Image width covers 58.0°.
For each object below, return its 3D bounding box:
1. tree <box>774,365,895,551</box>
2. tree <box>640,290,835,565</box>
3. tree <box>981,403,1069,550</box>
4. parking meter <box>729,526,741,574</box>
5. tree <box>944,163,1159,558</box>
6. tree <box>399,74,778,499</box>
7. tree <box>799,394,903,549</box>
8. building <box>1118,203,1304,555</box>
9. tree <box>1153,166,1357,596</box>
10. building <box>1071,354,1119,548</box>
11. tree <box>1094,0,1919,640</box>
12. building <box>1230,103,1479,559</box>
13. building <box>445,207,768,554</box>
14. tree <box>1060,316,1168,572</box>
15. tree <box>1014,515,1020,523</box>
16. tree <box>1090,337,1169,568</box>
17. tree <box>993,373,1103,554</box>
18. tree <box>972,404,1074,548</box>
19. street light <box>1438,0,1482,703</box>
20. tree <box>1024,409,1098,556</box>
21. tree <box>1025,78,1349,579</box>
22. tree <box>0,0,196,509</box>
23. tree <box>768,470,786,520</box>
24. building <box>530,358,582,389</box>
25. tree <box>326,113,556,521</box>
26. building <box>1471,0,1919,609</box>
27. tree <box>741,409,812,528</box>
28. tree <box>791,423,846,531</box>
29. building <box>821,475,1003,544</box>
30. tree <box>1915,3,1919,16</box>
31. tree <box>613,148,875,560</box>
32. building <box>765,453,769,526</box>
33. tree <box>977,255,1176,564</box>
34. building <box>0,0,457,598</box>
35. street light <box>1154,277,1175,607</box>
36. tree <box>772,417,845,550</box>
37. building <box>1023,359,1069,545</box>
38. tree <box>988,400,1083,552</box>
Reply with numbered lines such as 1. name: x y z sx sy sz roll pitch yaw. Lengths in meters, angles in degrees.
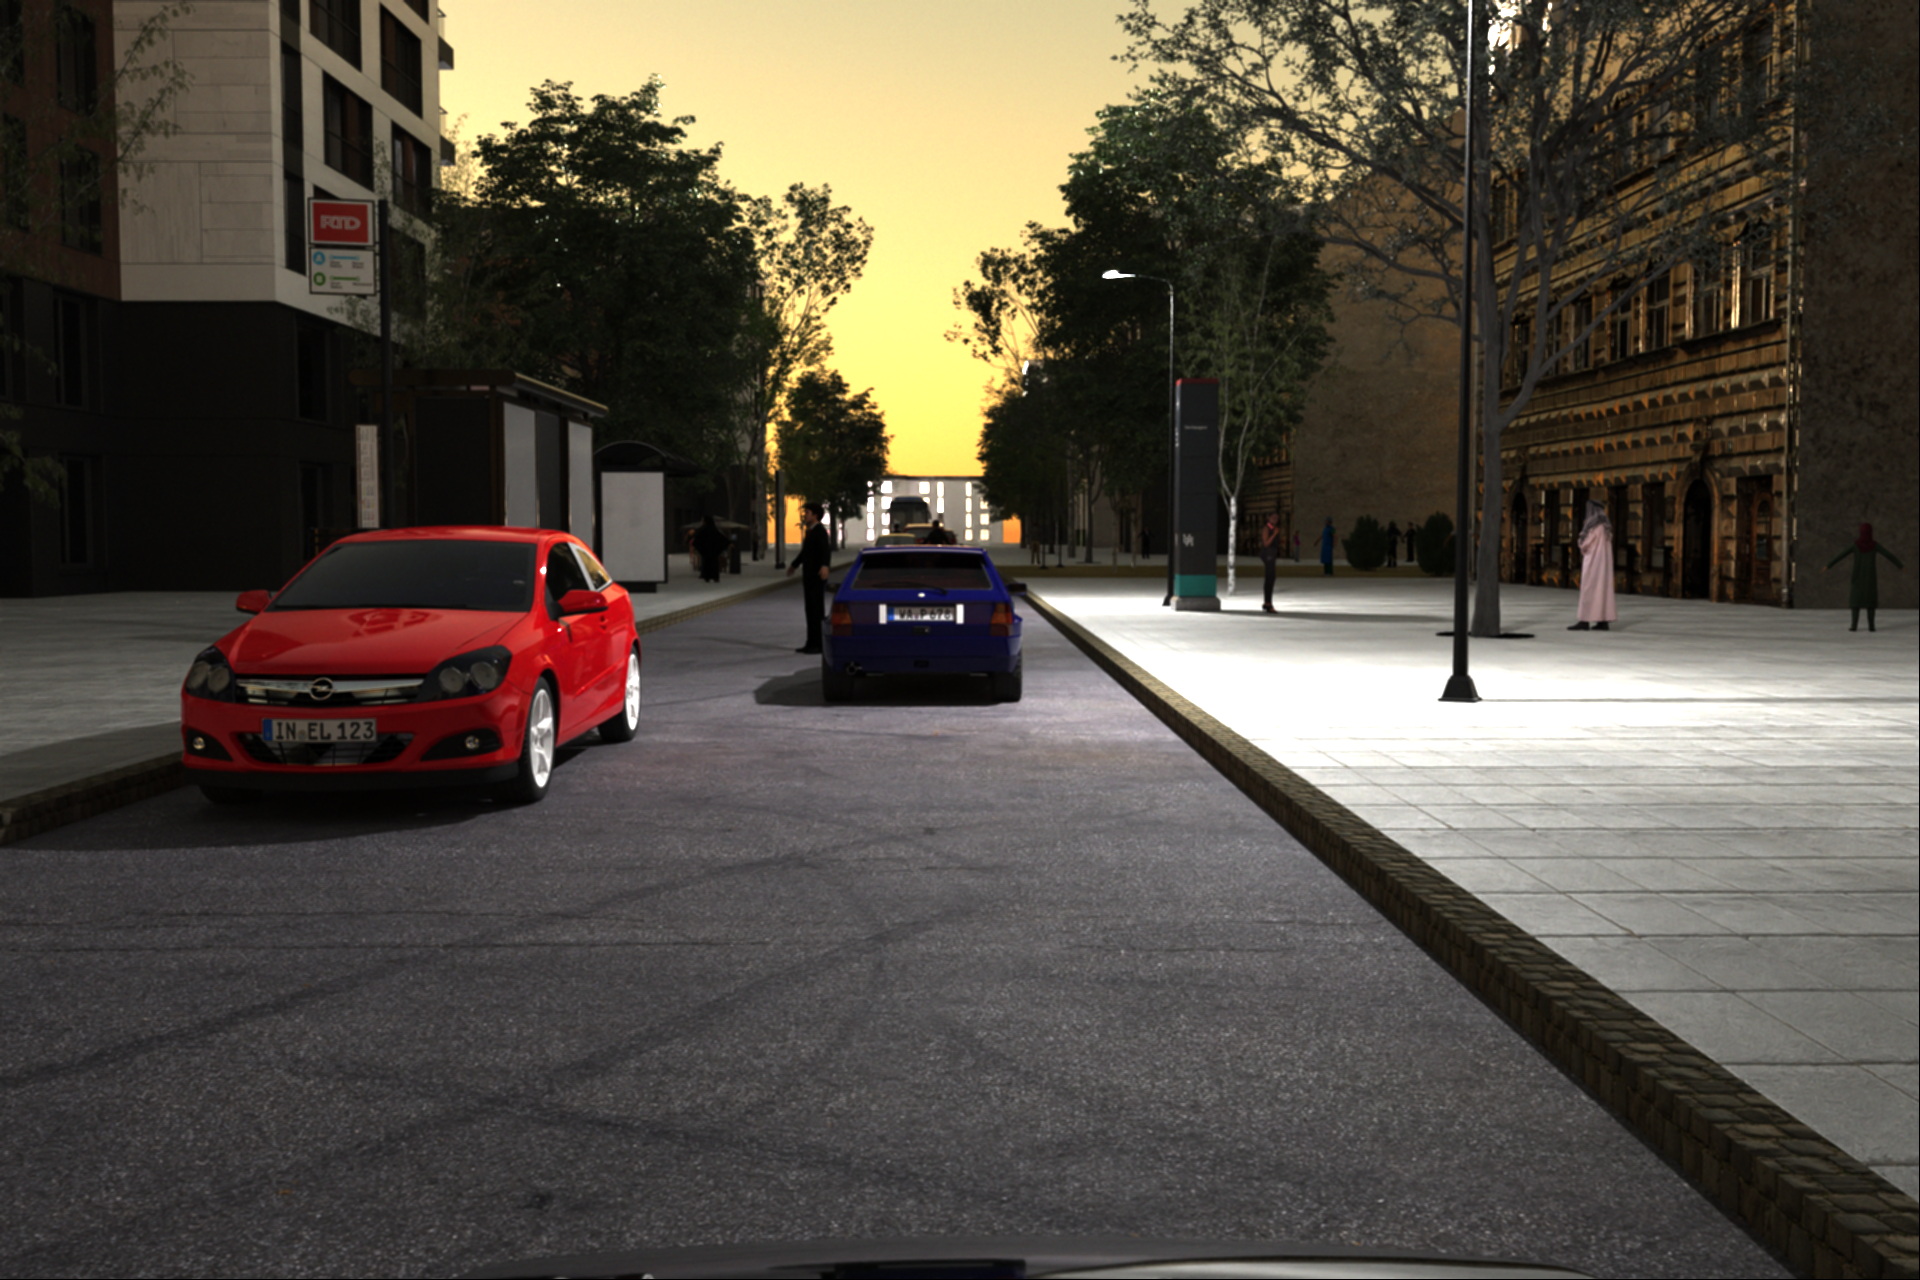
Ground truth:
1. tree: -9.428 -13.609 129.157 9.857 13.997 8.962 0 3 0
2. tree: -9.329 -8.947 72.034 9.928 11.665 9.643 0 3 0
3. tree: 5.446 -13.678 141.765 7.486 12.596 7.792 0 3 0
4. parking meter: -7.262 -2.900 55.827 0.372 1.533 0.369 0 3 0
5. tree: 5.523 -14.386 91.107 12.611 20.169 13.585 0 3 0
6. tree: -9.873 -8.609 47.407 9.857 13.997 8.962 0 3 0
7. tree: -10.173 -14.577 148.708 12.009 13.543 11.850 0 3 0
8. building: 25.032 -17.103 123.602 27.936 21.610 32.646 0 4 -1
9. tree: 5.447 -5.211 35.560 4.360 8.622 3.978 0 3 0
10. building: 20.864 -19.089 178.560 16.747 18.905 31.486 0 4 0
11. tree: 6.705 -6.776 21.163 12.009 13.543 11.850 0 3 0
12. building: 25.879 -16.209 95.945 19.493 23.208 18.063 0 4 -1
13. building: -29.332 -17.184 124.929 27.936 21.610 32.646 0 4 -1
14. tree: 4.983 -6.596 58.200 4.360 8.622 3.978 0 3 0
15. tree: 9.934 -18.261 248.922 4.360 8.622 3.978 0 3 0
16. tree: 6.468 -6.985 64.564 4.360 8.622 3.978 0 3 0
17. tree: 5.752 -11.357 111.438 9.928 11.665 9.643 0 3 0
18. tree: 5.600 -15.145 154.267 9.857 13.997 8.962 0 3 0
19. street light: 4.392 -2.484 13.157 1.470 5.913 1.316 0 4 0
20. tree: 6.027 -9.348 103.197 4.737 8.622 4.395 0 3 0
21. tree: 6.311 -8.683 48.627 9.857 13.997 8.962 0 3 0
22. tree: -9.736 -3.973 15.318 4.360 8.622 3.978 0 3 0
23. tree: -28.114 -19.113 246.913 7.601 10.594 8.767 0 4 2
24. building: -24.220 -9.238 93.181 9.099 9.664 28.070 0 4 0
25. tree: -9.423 -4.907 30.599 4.360 8.622 3.978 0 3 0
26. building: 23.362 -12.661 37.941 19.493 23.208 18.063 0 4 0
27. tree: -10.233 -9.076 98.763 4.737 8.622 4.395 0 3 0
28. tree: -9.727 -10.105 115.583 4.737 8.622 4.395 0 3 0
29. building: -7.752 -18.437 246.040 28.070 9.664 9.099 0 4 -3
30. tree: 6.553 -4.964 6.921 9.928 11.665 9.643 0 3 0
31. tree: -11.376 -14.128 86.874 12.611 20.169 13.585 0 3 0
32. building: -24.617 -14.665 181.916 9.099 9.664 28.070 0 4 -1
33. tree: 5.767 -10.084 75.245 12.009 13.543 11.850 0 3 0
34. building: -28.978 -11.724 35.659 27.936 21.610 32.646 0 3 0
35. street light: 4.287 -3.552 30.619 1.470 5.913 1.316 0 4 -1
36. tree: -9.394 -9.469 105.173 4.737 8.622 4.395 0 3 0
37. building: 21.772 -22.927 218.823 27.936 21.610 32.646 0 3 0
38. tree: 5.517 -11.953 121.193 9.928 11.665 9.643 0 3 0
